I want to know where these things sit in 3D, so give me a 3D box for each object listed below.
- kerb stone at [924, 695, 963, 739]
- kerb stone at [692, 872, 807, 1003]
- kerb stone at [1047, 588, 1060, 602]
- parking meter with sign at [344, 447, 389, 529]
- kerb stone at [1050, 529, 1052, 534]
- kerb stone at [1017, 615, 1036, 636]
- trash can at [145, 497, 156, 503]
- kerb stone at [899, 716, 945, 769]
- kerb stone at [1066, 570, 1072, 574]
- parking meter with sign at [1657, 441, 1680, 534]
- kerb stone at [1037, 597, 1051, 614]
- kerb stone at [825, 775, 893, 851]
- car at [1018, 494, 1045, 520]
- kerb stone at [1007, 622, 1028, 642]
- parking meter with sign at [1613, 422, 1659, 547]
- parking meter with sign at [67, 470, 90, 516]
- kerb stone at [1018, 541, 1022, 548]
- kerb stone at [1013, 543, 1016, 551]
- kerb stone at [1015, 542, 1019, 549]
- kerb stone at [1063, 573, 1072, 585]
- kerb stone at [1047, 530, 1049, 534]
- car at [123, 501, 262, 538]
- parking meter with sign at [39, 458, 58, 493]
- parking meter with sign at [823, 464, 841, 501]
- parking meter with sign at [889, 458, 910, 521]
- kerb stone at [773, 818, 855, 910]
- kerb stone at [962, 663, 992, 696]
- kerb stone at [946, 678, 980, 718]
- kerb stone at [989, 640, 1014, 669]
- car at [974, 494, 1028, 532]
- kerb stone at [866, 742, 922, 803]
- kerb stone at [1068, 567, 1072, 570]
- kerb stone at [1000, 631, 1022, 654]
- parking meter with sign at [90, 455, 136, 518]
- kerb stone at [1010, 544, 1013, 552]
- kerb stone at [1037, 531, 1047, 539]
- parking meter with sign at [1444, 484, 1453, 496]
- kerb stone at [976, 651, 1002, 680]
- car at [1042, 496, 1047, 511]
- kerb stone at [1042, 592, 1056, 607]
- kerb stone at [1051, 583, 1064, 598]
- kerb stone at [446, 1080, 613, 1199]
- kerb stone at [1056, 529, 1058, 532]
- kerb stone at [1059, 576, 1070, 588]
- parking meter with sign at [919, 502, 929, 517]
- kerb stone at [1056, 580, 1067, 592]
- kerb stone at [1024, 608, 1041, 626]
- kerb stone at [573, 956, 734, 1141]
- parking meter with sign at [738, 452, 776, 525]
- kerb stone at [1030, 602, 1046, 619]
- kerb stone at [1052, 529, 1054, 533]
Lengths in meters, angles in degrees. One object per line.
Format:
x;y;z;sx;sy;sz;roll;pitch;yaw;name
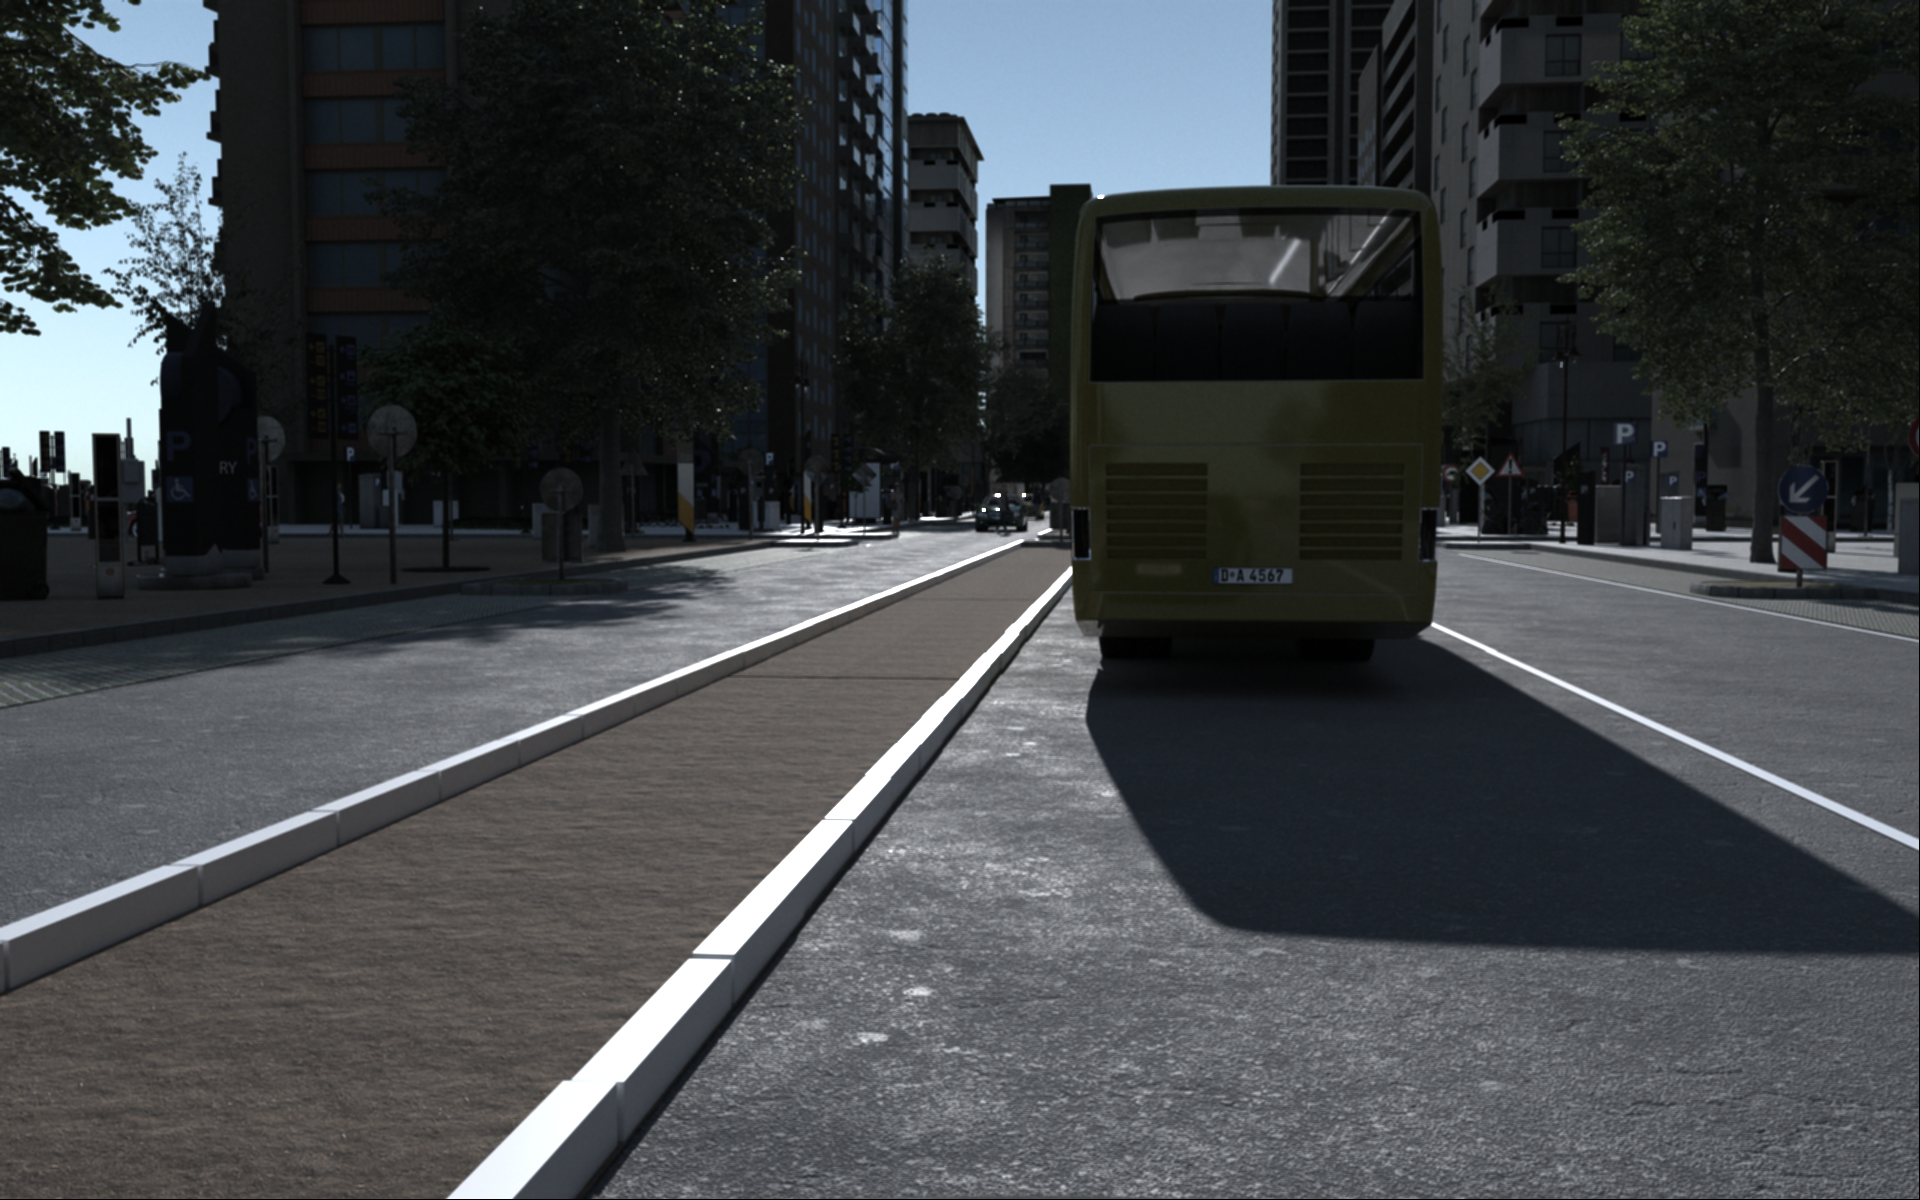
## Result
-0.107;0.719;10.433;0.120;0.150;1.000;0;4;6;kerb stone
-0.637;1.032;5.337;0.120;0.150;1.000;0;4;6;kerb stone
1.191;-0.026;22.668;0.120;0.150;1.000;0;4;6;kerb stone
-21.663;-4.116;63.565;1.738;3.016;0.543;1;4;16;parking meter with sign
3.021;-2.317;60.071;0.120;0.150;1.000;0;4;6;kerb stone
0.649;0.283;17.564;0.120;0.150;1.000;0;4;6;kerb stone
-47.330;-5.489;101.395;0.748;1.137;0.748;0;3;0;trash can
-0.209;0.782;9.404;0.120;0.150;1.000;0;4;6;kerb stone
1.728;-0.342;27.780;0.120;0.150;1.000;0;4;6;kerb stone
22.823;-3.643;55.823;0.543;3.016;1.738;0;4;0;parking meter with sign
0.970;0.096;20.621;0.120;0.150;1.000;0;4;6;kerb stone
-0.426;0.911;7.370;0.120;0.150;1.000;0;4;6;kerb stone
3.832;-5.385;98.260;2.015;1.641;3.980;0;4;7;car
0.530;0.345;16.549;0.120;0.150;1.000;0;4;6;kerb stone
16.668;-2.850;42.853;0.543;3.016;1.738;3;4;36;parking meter with sign
-47.850;-6.011;94.546;1.738;3.016;0.543;0;4;-4;parking meter with sign
1.457;-1.409;45.239;0.120;0.150;1.000;0;4;6;kerb stone
1.245;-1.284;43.196;0.120;0.150;1.000;0;4;6;kerb stone
1.344;-1.347;44.223;0.120;0.150;1.000;0;4;6;kerb stone
1.621;-0.279;26.757;0.120;0.150;1.000;0;4;6;kerb stone
2.805;-2.192;58.029;0.120;0.150;1.000;0;4;6;kerb stone
-23.610;-2.722;53.543;4.494;1.783;2.155;0;4;6;car
-43.454;-5.233;81.822;0.543;3.016;1.738;0;4;5;parking meter with sign
-7.656;-6.423;101.278;0.543;3.016;1.738;-3;4;-38;parking meter with sign
-2.942;-5.374;84.134;0.543;3.016;1.738;1;4;14;parking meter with sign
-0.537;0.979;6.355;0.120;0.150;1.000;0;4;6;kerb stone
0.111;0.597;12.470;0.120;0.150;1.000;0;4;6;kerb stone
0.007;0.659;11.453;0.120;0.150;1.000;0;4;6;kerb stone
0.330;0.471;14.502;0.120;0.150;1.000;0;4;6;kerb stone
1.645;-3.420;67.721;2.131;1.459;4.920;0;4;6;car
-0.321;0.845;8.388;0.120;0.150;1.000;0;4;6;kerb stone
1.843;-0.404;28.796;0.120;0.150;1.000;0;4;6;kerb stone
0.435;0.412;15.525;0.120;0.150;1.000;0;4;6;kerb stone
-37.804;-4.965;77.441;1.738;3.016;0.543;0;4;6;parking meter with sign
1.135;-1.214;42.180;0.120;0.150;1.000;0;4;6;kerb stone
2.695;-2.129;57.012;0.120;0.150;1.000;0;4;6;kerb stone
28.837;-6.616;104.434;1.738;3.016;0.543;2;4;31;parking meter with sign
0.210;0.537;13.487;0.120;0.150;1.000;0;4;6;kerb stone
6.179;-7.923;142.124;1.945;1.354;3.894;0;4;7;car
1.080;0.035;21.648;0.120;0.150;1.000;0;4;6;kerb stone
1.302;-0.091;23.689;0.120;0.150;1.000;0;4;6;kerb stone
-0.860;1.156;3.290;0.120;0.150;1.000;0;4;6;kerb stone
3.446;-2.560;64.148;0.120;0.150;1.000;0;4;6;kerb stone
1.512;-0.217;25.741;0.120;0.150;1.000;0;4;6;kerb stone
-2.599;-6.205;97.718;1.738;3.016;0.543;0;4;6;parking meter with sign
1.402;-0.153;24.719;0.120;0.150;1.000;0;4;6;kerb stone
0.755;0.221;18.588;0.120;0.150;1.000;0;4;6;kerb stone
-0.744;1.101;4.305;0.120;0.150;1.000;0;4;6;kerb stone
-8.459;-4.627;71.915;0.543;3.016;1.738;3;5;39;parking meter with sign
0.858;0.158;19.605;0.120;0.150;1.000;0;4;6;kerb stone
3.125;-2.378;61.092;0.120;0.150;1.000;0;4;6;kerb stone
